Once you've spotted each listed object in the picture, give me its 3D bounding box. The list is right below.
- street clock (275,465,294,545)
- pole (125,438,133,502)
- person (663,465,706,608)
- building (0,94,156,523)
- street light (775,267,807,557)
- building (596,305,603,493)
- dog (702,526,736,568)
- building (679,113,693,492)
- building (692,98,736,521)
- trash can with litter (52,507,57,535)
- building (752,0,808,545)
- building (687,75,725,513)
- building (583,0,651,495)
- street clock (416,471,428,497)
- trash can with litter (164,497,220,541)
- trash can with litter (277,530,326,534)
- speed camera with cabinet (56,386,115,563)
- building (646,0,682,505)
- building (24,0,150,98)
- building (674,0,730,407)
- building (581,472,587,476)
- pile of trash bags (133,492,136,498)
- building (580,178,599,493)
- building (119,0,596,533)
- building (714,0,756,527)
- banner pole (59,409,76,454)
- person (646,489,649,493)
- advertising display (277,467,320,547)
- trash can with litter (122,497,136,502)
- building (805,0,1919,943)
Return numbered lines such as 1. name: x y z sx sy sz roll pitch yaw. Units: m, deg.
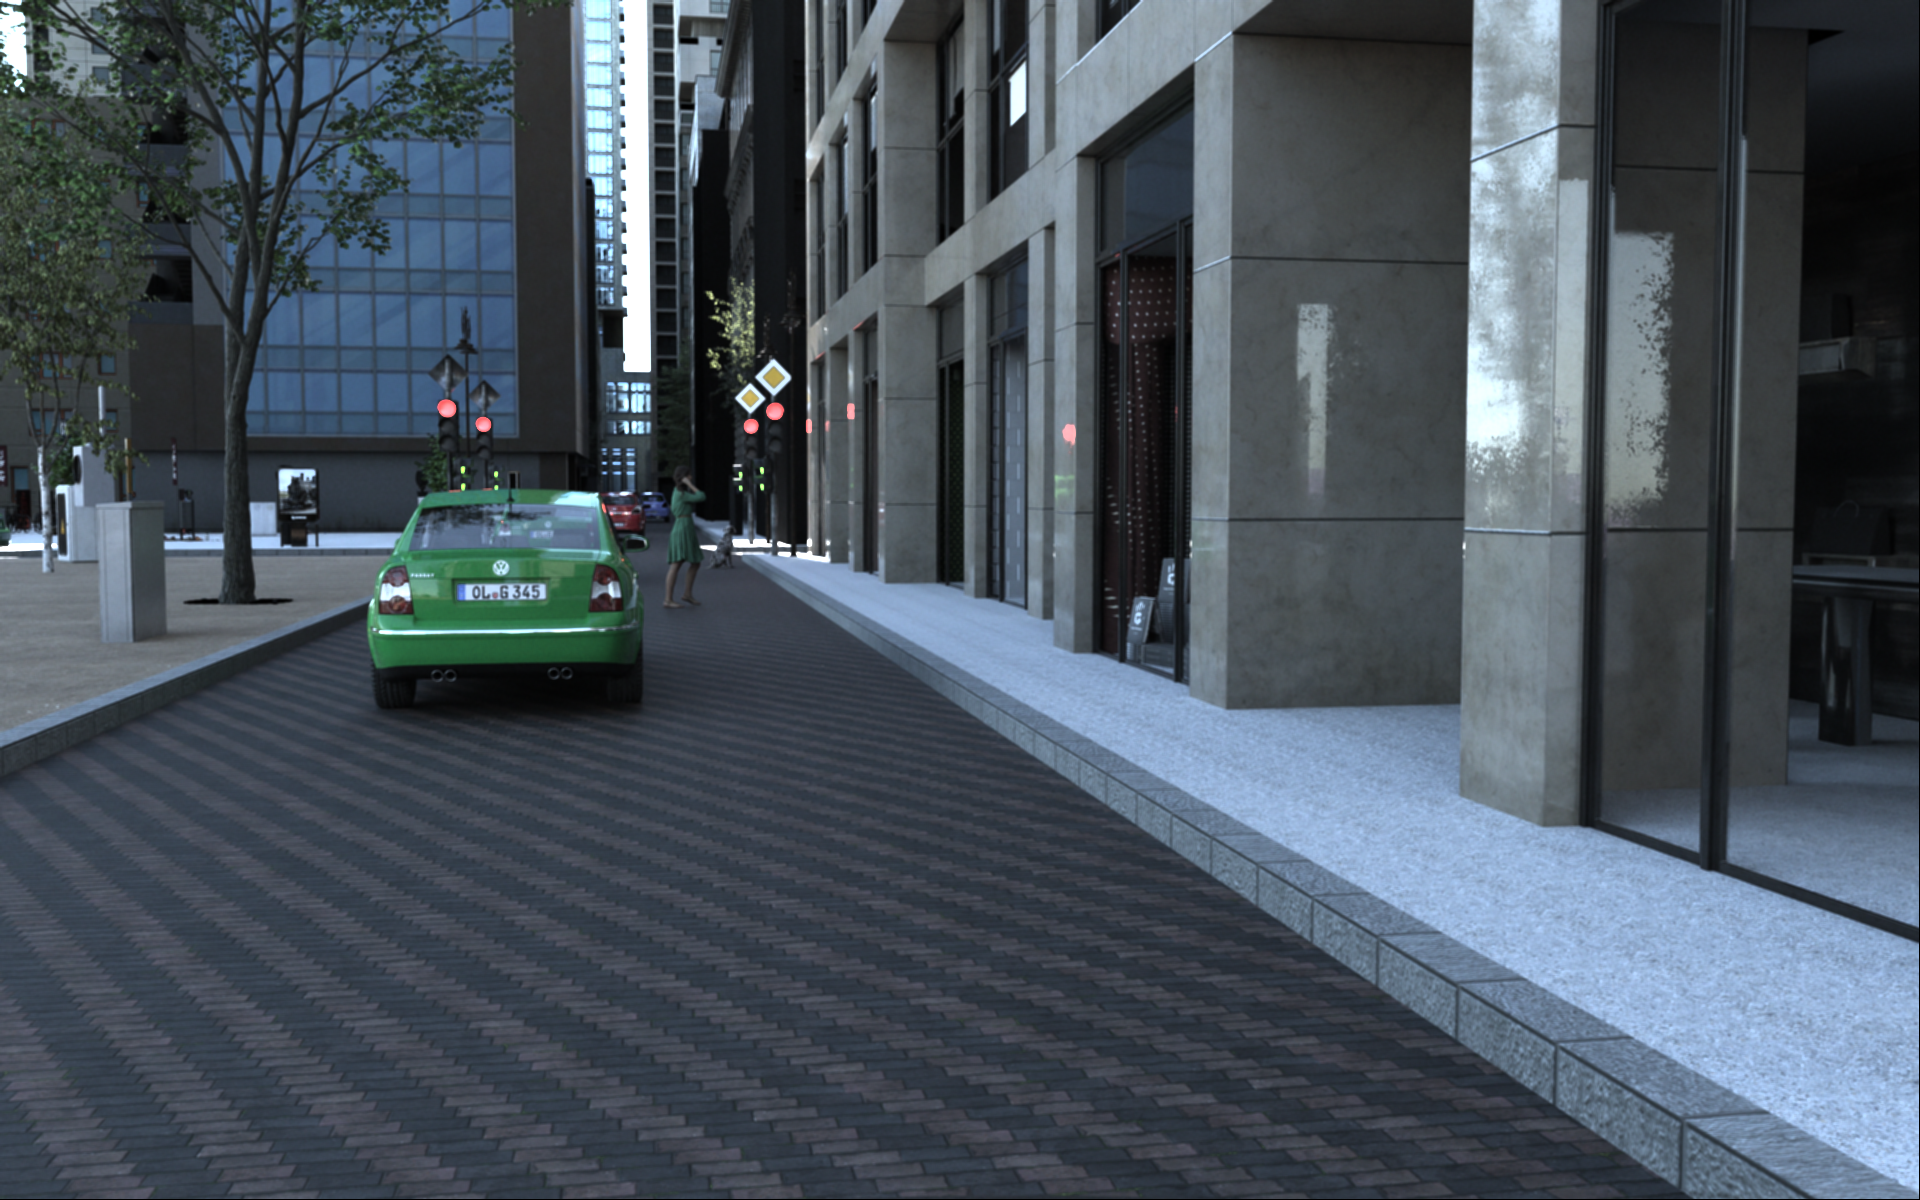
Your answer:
1. street clock: -17.003 -2.396 43.739 0.471 2.002 0.358 1 4 19
2. pole: -30.492 -4.265 63.576 0.158 3.312 0.155 0 3 0
3. person: -3.523 -0.806 21.932 0.529 1.795 0.600 -2 4 -25
4. building: -34.959 -15.033 90.834 27.650 21.520 28.899 -1 4 -10
5. street light: -3.423 -3.833 35.454 0.468 5.910 1.993 -1 4 -10
6. building: -51.472 -20.239 175.951 28.899 21.520 27.650 -1 4 -10
7. dog: -4.727 -1.027 33.632 0.800 0.831 0.513 -1 4 -12
8. building: -14.836 -22.268 135.791 14.160 30.474 14.107 -1 4 -10
9. building: -7.603 -16.006 91.375 12.332 23.373 15.834 -1 4 -10
10. trash can with litter: -27.936 -2.590 53.733 1.055 1.170 0.624 0 4 4
11. building: 2.331 -13.491 50.250 15.834 23.373 12.332 -1 4 -10
12. building: -10.683 -17.792 108.915 12.078 24.808 19.932 -1 4 -10
13. building: -52.819 -54.589 205.198 31.000 86.520 22.319 -1 4 -10
14. street clock: -16.566 -2.985 53.383 0.358 2.002 0.471 -3 5 -39
15. trash can with litter: -21.407 -2.235 47.597 2.233 1.210 1.678 2 4 29
16. trash can with litter: -21.224 -2.720 55.521 1.678 1.210 2.233 -1 4 -9
17. speed camera with cabinet: -16.264 -2.314 32.165 0.660 3.252 2.038 -3 5 -39
18. building: -27.401 -47.209 210.116 20.611 71.187 20.563 -1 4 -10
19. building: -92.807 -46.503 198.569 20.611 71.187 20.563 -1 4 -10
20. building: -11.995 -34.746 157.334 28.713 52.752 27.495 -1 4 -10
21. building: -39.410 -28.959 128.102 22.147 44.769 28.867 -1 4 -10
22. pile of trash bags: -36.493 -3.900 73.521 3.447 1.369 1.912 -3 4 -37
23. building: -38.943 -23.178 150.668 14.160 30.474 14.107 -1 4 -10
24. building: -20.944 -25.234 62.680 14.600 45.320 14.200 -1 4 -10
25. building: -4.280 -14.915 72.740 11.050 23.489 19.941 -1 4 -10
26. banner pole: -26.224 -3.735 51.090 0.401 3.779 0.863 1 4 14
27. person: -26.486 -8.462 146.833 0.705 1.826 1.348 2 4 24
28. advertising display: -16.059 -2.253 42.049 0.974 1.923 0.123 0 4 0
29. trash can with litter: -32.756 -3.478 68.260 0.624 1.170 1.055 0 4 -4
30. building: 9.301 -13.219 20.643 19.350 26.468 34.151 -1 4 -10
